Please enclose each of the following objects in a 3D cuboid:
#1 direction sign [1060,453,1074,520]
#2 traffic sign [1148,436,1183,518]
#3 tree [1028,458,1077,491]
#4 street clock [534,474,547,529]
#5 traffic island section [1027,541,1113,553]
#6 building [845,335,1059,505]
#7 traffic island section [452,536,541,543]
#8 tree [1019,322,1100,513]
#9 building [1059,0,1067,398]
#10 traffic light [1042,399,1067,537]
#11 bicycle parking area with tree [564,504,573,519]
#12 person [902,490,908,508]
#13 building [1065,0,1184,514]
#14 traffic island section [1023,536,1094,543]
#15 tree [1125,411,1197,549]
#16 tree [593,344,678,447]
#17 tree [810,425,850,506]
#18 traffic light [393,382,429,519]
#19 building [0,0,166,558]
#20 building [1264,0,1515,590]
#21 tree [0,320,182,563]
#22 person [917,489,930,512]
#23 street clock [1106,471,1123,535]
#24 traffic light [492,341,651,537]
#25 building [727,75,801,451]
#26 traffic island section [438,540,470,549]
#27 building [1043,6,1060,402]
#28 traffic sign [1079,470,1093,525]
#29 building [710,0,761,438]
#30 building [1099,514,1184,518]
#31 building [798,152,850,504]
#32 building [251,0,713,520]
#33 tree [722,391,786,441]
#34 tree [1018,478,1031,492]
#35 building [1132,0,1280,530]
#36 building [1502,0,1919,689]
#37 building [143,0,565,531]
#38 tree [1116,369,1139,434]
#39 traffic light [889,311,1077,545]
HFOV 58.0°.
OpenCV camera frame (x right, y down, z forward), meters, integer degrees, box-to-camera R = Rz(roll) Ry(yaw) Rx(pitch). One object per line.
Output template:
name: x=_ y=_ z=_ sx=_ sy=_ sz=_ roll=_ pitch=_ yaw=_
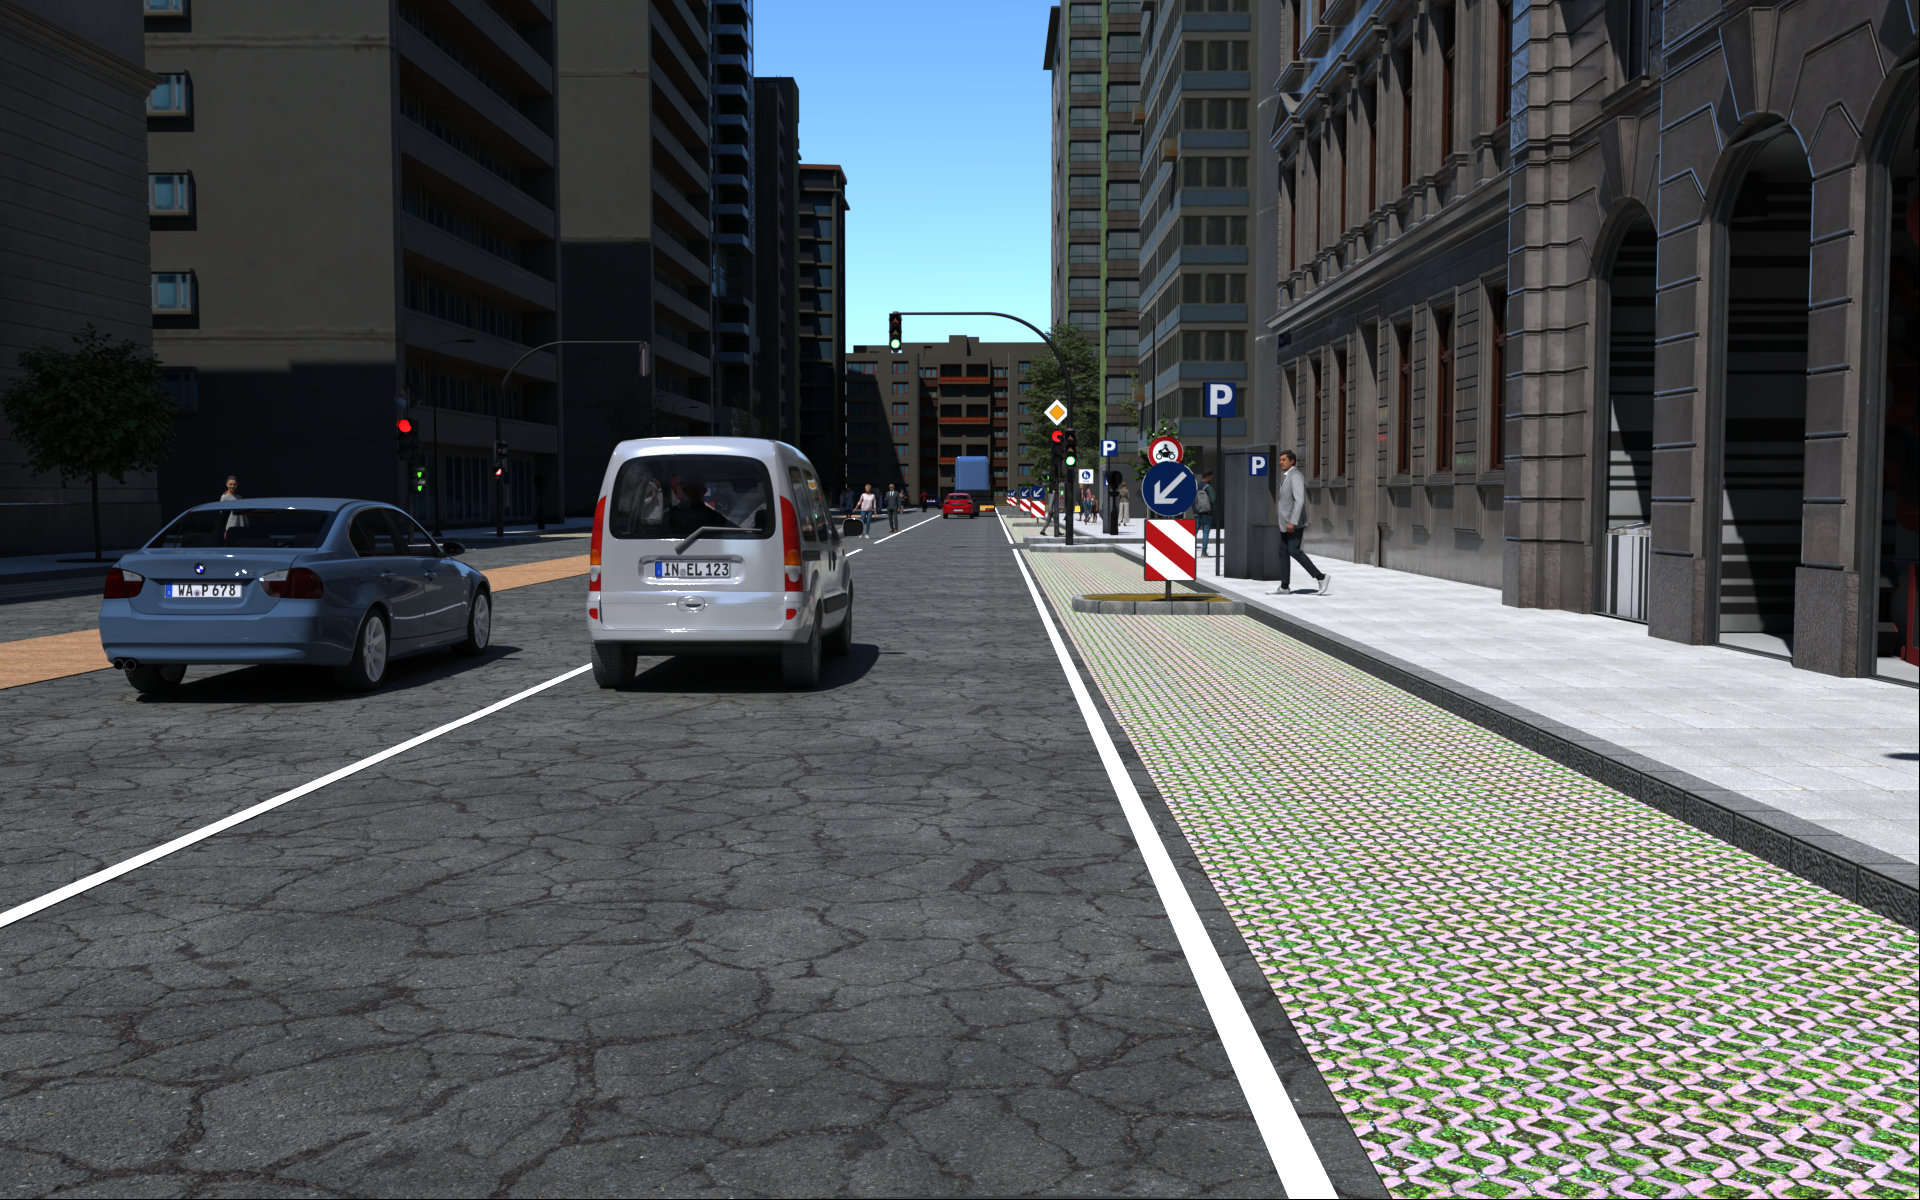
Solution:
direction sign: x=5.220 y=-5.655 z=84.456 sx=0.876 sy=3.537 sz=0.379 roll=-3 pitch=4 yaw=-36
traffic sign: x=4.482 y=-2.308 z=37.834 sx=0.768 sy=2.556 sz=0.104 roll=0 pitch=4 yaw=5
tree: x=6.508 y=-8.484 z=122.430 sx=4.285 sy=4.588 sz=4.351 roll=0 pitch=3 yaw=0
street clock: x=-15.191 y=-3.561 z=62.786 sx=0.471 sy=2.002 sz=0.358 roll=3 pitch=4 yaw=36
traffic island section: x=2.757 y=-1.295 z=43.453 sx=2.009 sy=0.180 sz=2.903 roll=0 pitch=4 yaw=1
building: x=0.658 y=-23.285 z=225.756 sx=28.899 sy=21.520 sz=27.650 roll=0 pitch=4 yaw=1
traffic island section: x=-13.749 y=-1.801 z=51.719 sx=2.009 sy=0.180 sz=2.903 roll=0 pitch=4 yaw=1
tree: x=7.374 y=-12.016 z=114.585 sx=7.486 sy=12.596 sz=7.792 roll=0 pitch=3 yaw=0
building: x=19.536 y=-37.624 z=157.143 sx=21.231 sy=58.520 sz=28.212 roll=0 pitch=4 yaw=1
traffic light: x=2.851 y=-3.817 z=51.324 sx=0.839 sy=4.253 sz=0.868 roll=0 pitch=4 yaw=1
bicycle parking area with tree: x=-24.327 y=-6.088 z=86.548 sx=8.231 sy=4.147 sz=9.016 roll=2 pitch=4 yaw=27
person: x=-5.722 y=-10.077 z=173.239 sx=1.348 sy=1.826 sz=0.705 roll=2 pitch=4 yaw=29
building: x=15.298 y=-27.708 z=136.628 sx=14.154 sy=41.232 sz=14.086 roll=0 pitch=4 yaw=1
traffic island section: x=2.890 y=-1.783 z=51.437 sx=2.009 sy=0.180 sz=2.903 roll=0 pitch=4 yaw=1
tree: x=4.627 y=-2.792 z=40.250 sx=1.663 sy=3.219 sz=1.824 roll=0 pitch=3 yaw=0
tree: x=-15.907 y=-8.196 z=84.360 sx=4.360 sy=8.622 sz=3.978 roll=0 pitch=3 yaw=0
tree: x=-14.022 y=-14.782 z=192.048 sx=4.360 sy=8.622 sz=3.978 roll=0 pitch=3 yaw=0
traffic light: x=-13.842 y=-3.344 z=43.600 sx=0.839 sy=4.253 sz=0.868 roll=0 pitch=4 yaw=1
building: x=-31.361 y=-14.560 z=35.325 sx=25.104 sy=27.353 sz=12.463 roll=0 pitch=4 yaw=1
building: x=12.307 y=-11.877 z=30.348 sx=11.583 sy=22.565 sz=21.152 roll=0 pitch=4 yaw=1
tree: x=-16.496 y=-3.017 z=33.037 sx=4.285 sy=4.588 sz=4.351 roll=0 pitch=3 yaw=0
person: x=-2.820 y=-7.773 z=135.523 sx=1.348 sy=1.831 sz=0.705 roll=-3 pitch=5 yaw=-43
street clock: x=4.812 y=-3.023 z=53.993 sx=0.471 sy=2.002 sz=0.358 roll=-2 pitch=4 yaw=-34
traffic light: x=-11.616 y=-4.704 z=51.584 sx=4.771 sy=5.953 sz=1.251 roll=0 pitch=4 yaw=1
building: x=-22.980 y=-29.447 z=165.055 sx=14.154 sy=41.232 sz=14.086 roll=0 pitch=4 yaw=1
traffic island section: x=-13.882 y=-1.312 z=43.735 sx=2.009 sy=0.180 sz=2.903 roll=0 pitch=4 yaw=1
building: x=23.613 y=-36.462 z=185.385 sx=28.713 sy=52.752 sz=27.495 roll=0 pitch=4 yaw=1
traffic sign: x=5.219 y=-4.258 z=71.742 sx=0.606 sy=2.300 sz=0.079 roll=0 pitch=4 yaw=5
building: x=-27.701 y=-50.677 z=141.239 sx=22.319 sy=86.520 sz=31.000 roll=0 pitch=4 yaw=1
building: x=14.799 y=-25.267 z=96.712 sx=14.154 sy=41.232 sz=14.086 roll=0 pitch=4 yaw=1
building: x=-29.086 y=-34.756 z=222.882 sx=28.867 sy=44.769 sz=22.147 roll=0 pitch=4 yaw=1
building: x=-27.312 y=-29.395 z=104.313 sx=21.300 sy=48.544 sz=21.600 roll=0 pitch=4 yaw=1
tree: x=-14.835 y=-10.558 z=122.986 sx=4.737 sy=8.622 sz=4.395 roll=0 pitch=3 yaw=0
tree: x=7.891 y=-12.785 z=203.642 sx=1.663 sy=3.219 sz=1.824 roll=0 pitch=3 yaw=0
building: x=19.334 y=-22.889 z=66.120 sx=23.993 sy=40.220 sz=32.217 roll=0 pitch=4 yaw=1
building: x=11.956 y=-10.154 z=7.811 sx=13.314 sy=21.916 sz=24.055 roll=0 pitch=4 yaw=1
building: x=-27.884 y=-26.865 z=62.945 sx=21.300 sy=48.544 sz=21.600 roll=0 pitch=4 yaw=1
tree: x=10.096 y=-8.410 z=87.863 sx=4.737 sy=8.622 sz=4.395 roll=0 pitch=3 yaw=0
traffic light: x=0.624 y=-4.194 z=43.233 sx=4.771 sy=5.953 sz=1.251 roll=0 pitch=4 yaw=1
